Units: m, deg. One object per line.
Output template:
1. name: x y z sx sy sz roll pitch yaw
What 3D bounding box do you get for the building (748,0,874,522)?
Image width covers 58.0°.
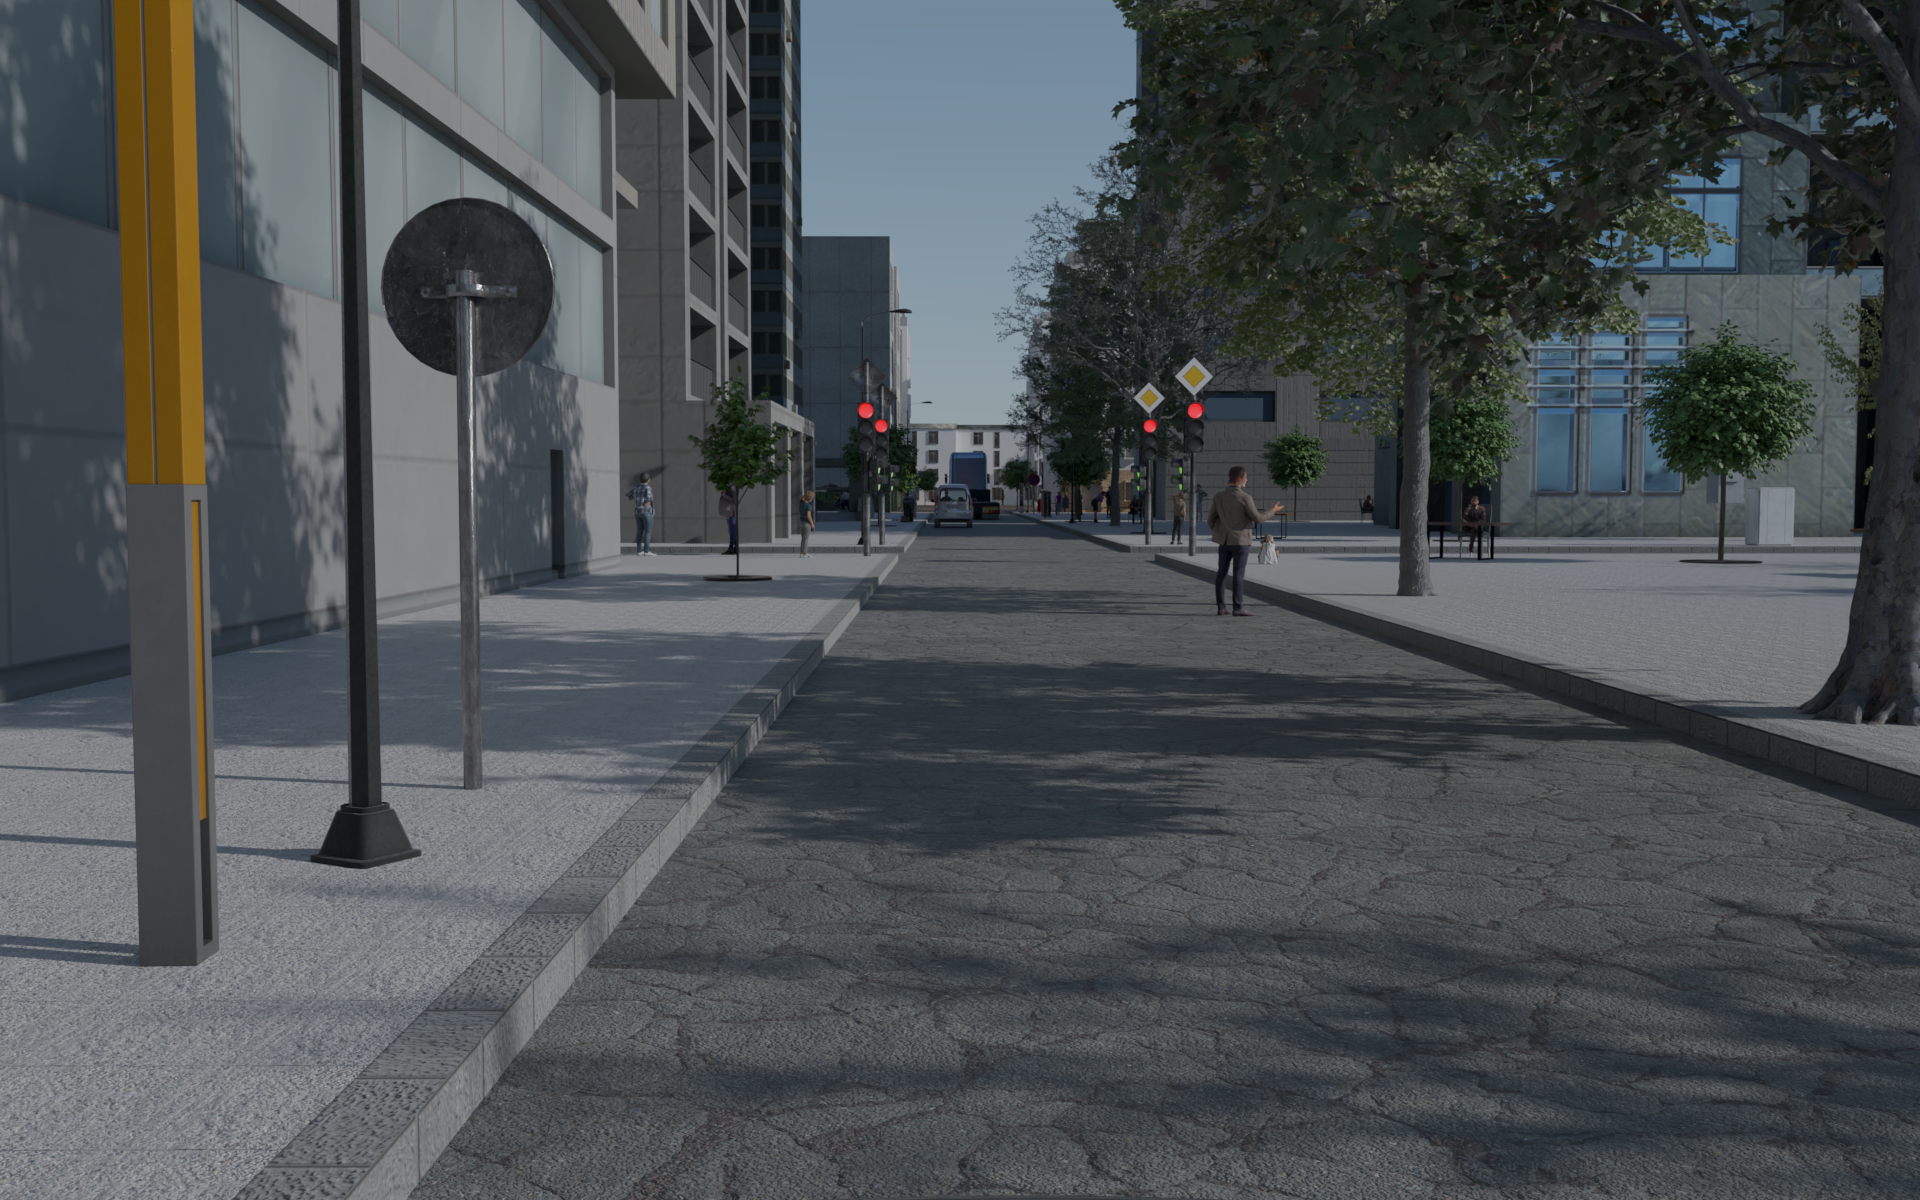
1. building: -20.807 -24.188 87.353 32.217 40.220 23.993 0 4 0

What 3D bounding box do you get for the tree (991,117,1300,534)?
1. tree: 6.137 -8.872 55.421 12.009 13.543 11.850 0 3 0

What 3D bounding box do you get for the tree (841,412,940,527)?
1. tree: -3.223 -5.206 68.829 4.285 4.588 4.351 0 3 0

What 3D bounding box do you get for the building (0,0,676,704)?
1. building: -18.170 -26.213 17.819 27.495 52.752 28.713 0 4 0

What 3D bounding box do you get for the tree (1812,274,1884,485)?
1. tree: 25.862 -5.918 47.115 4.737 8.622 4.395 0 3 0

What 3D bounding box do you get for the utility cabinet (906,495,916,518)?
1. utility cabinet: -2.697 -5.141 95.211 0.306 1.237 1.020 -1 4 -19

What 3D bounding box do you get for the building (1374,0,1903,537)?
1. building: 31.411 -45.699 59.845 31.000 86.520 22.319 0 4 0

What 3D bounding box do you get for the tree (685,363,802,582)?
1. tree: -3.299 -1.899 25.647 1.663 3.219 1.824 0 3 0

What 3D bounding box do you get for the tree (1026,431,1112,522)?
1. tree: 5.577 -5.918 80.473 4.285 4.588 4.351 0 3 0

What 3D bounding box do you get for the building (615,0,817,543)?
1. building: -15.194 -37.627 53.460 20.563 71.187 20.611 0 4 0

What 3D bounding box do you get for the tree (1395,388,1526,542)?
1. tree: 13.625 -3.860 46.829 4.285 4.588 4.351 0 3 0

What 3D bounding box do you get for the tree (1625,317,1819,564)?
1. tree: 14.209 -2.979 32.425 4.285 4.588 4.351 0 3 0

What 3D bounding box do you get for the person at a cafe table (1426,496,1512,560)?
1. person at a cafe table: 10.061 -1.437 34.361 1.698 1.238 1.726 3 4 36

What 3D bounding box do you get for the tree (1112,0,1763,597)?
1. tree: 5.590 -6.298 21.101 7.486 12.596 7.792 0 3 0

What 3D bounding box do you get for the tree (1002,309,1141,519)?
1. tree: 5.580 -9.323 86.847 7.601 10.594 8.767 0 4 4

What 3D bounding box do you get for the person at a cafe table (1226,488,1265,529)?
1. person at a cafe table: 10.139 -3.407 64.215 1.622 1.524 1.698 -3 5 -42

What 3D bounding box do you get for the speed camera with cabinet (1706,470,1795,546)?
1. speed camera with cabinet: 19.681 -2.983 43.108 2.038 3.252 0.660 0 4 -8

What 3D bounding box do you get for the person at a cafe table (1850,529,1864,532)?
1. person at a cafe table: 15.204 -0.984 26.943 1.726 1.238 1.698 -1 4 -14

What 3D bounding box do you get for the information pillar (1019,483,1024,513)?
1. information pillar: 4.195 -6.931 117.805 0.304 2.012 0.304 0 4 3

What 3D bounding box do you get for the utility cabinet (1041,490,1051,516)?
1. utility cabinet: 4.934 -5.539 99.244 0.318 1.500 1.173 1 4 16

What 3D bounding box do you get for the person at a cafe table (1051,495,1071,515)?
1. person at a cafe table: 6.608 -6.018 109.253 1.698 1.238 1.726 0 4 0

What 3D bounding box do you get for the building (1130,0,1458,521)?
1. building: 20.351 -33.882 95.964 21.231 58.520 28.212 0 4 0

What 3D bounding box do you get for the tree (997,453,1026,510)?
1. tree: 4.643 -9.490 138.877 4.285 4.588 4.351 0 3 0

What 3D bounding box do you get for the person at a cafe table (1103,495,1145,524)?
1. person at a cafe table: 7.302 -3.875 74.223 1.698 1.238 1.726 2 4 33

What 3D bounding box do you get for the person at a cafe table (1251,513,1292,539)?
1. person at a cafe table: 8.639 -2.399 50.083 1.726 1.238 1.698 1 4 17

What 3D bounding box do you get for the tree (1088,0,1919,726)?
1. tree: 5.536 -5.663 9.602 9.611 12.733 9.660 0 3 0

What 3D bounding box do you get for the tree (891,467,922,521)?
1. tree: -2.683 -5.480 84.196 1.663 3.219 1.824 0 3 0

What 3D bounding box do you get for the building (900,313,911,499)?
1. building: -11.110 -20.086 184.826 11.380 20.091 16.016 0 4 0

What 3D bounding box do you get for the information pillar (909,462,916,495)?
1. information pillar: -2.958 -7.016 106.068 0.504 3.616 0.183 -1 4 -23

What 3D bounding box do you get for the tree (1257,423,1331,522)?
1. tree: 15.493 -5.914 80.415 4.285 4.588 4.351 0 3 0

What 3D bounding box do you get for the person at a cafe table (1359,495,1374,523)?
1. person at a cafe table: 18.547 -4.019 76.575 1.726 1.238 1.698 1 4 21

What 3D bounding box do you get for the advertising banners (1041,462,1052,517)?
1. advertising banners: 4.716 -6.046 95.045 0.090 3.025 2.074 1 4 19

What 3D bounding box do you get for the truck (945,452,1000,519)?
1. truck: 0.722 -7.073 105.400 2.967 4.110 18.799 0 4 -2

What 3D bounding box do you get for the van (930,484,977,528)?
1. van: -0.283 -4.143 74.757 2.013 2.044 4.112 0 3 0

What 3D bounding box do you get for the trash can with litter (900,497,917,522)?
1. trash can with litter: -2.353 -4.117 78.693 0.624 1.170 1.055 1 4 13
